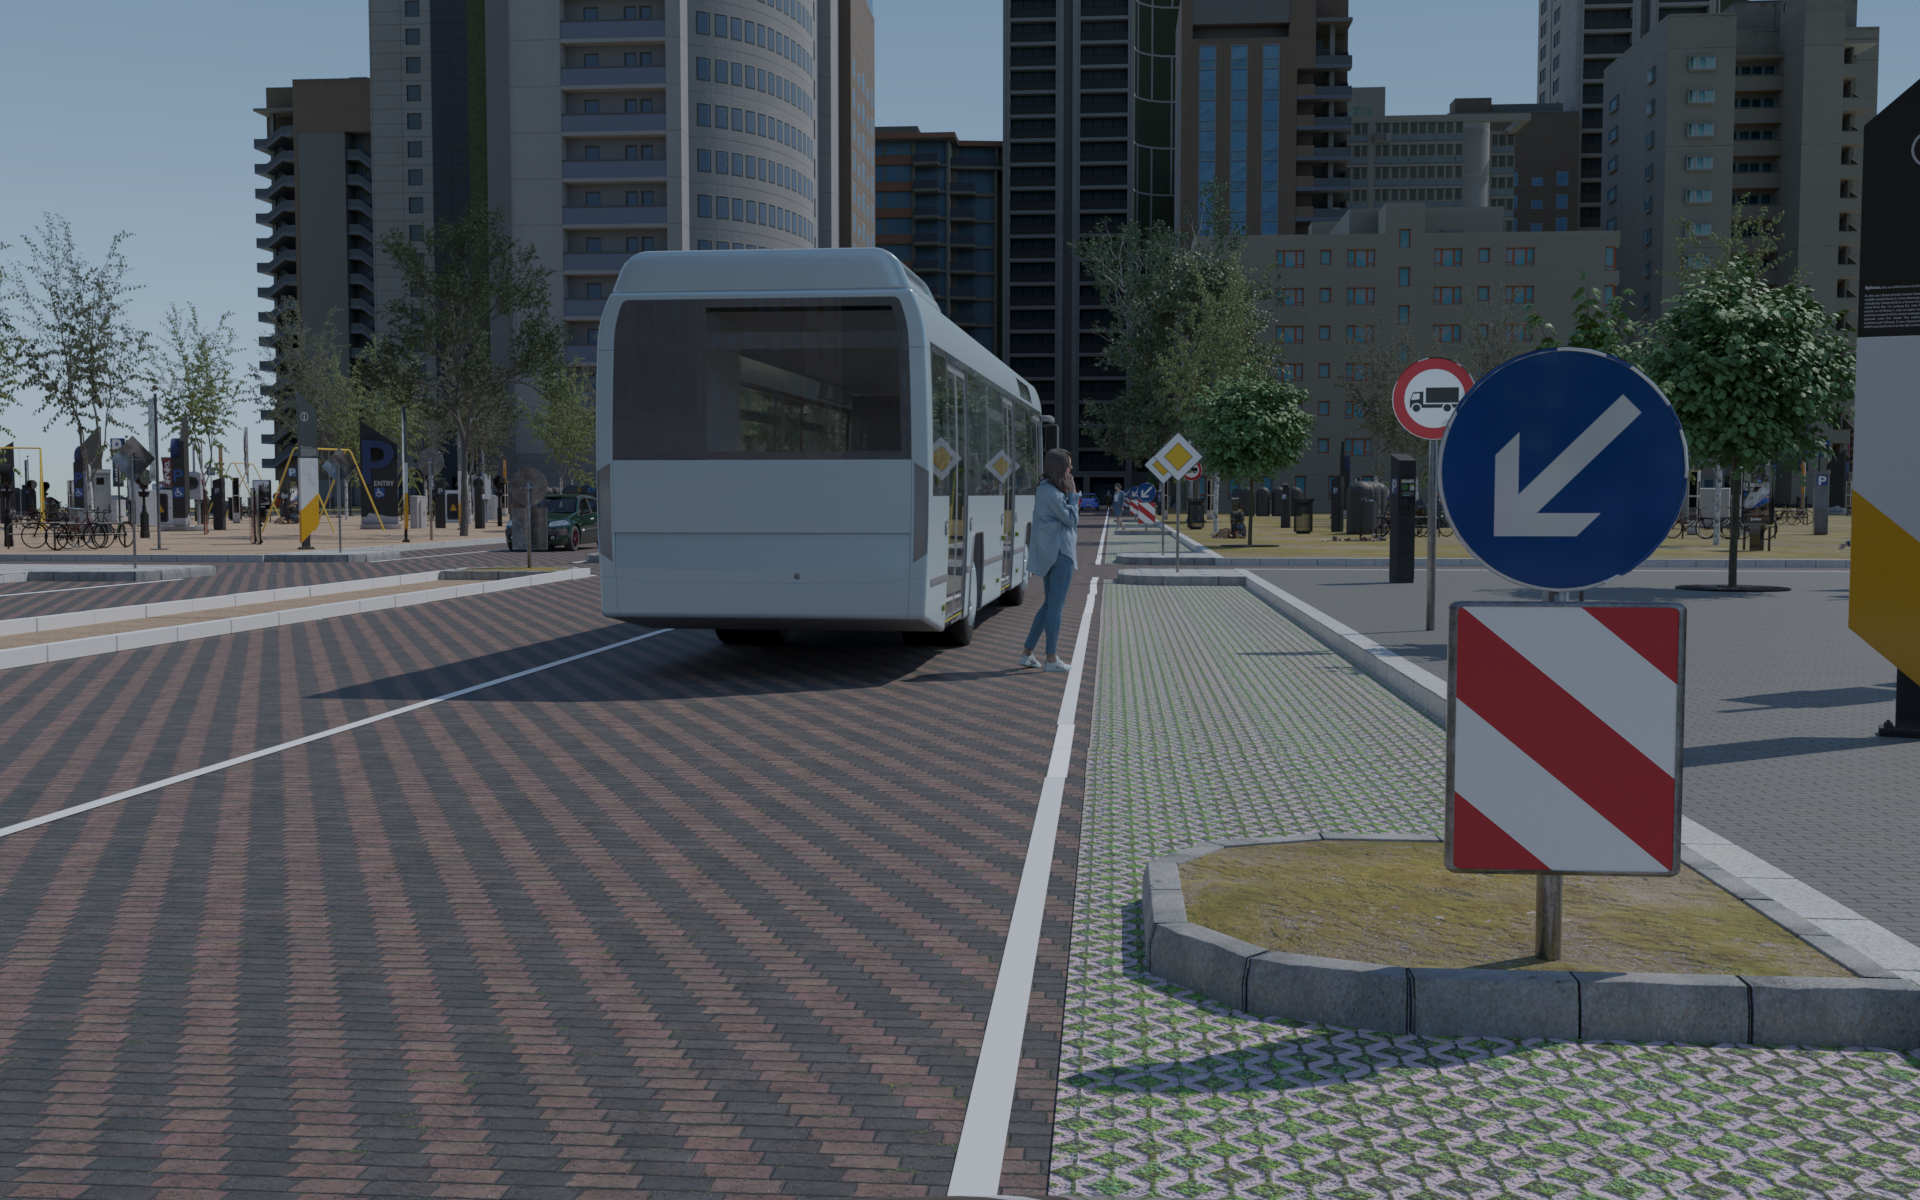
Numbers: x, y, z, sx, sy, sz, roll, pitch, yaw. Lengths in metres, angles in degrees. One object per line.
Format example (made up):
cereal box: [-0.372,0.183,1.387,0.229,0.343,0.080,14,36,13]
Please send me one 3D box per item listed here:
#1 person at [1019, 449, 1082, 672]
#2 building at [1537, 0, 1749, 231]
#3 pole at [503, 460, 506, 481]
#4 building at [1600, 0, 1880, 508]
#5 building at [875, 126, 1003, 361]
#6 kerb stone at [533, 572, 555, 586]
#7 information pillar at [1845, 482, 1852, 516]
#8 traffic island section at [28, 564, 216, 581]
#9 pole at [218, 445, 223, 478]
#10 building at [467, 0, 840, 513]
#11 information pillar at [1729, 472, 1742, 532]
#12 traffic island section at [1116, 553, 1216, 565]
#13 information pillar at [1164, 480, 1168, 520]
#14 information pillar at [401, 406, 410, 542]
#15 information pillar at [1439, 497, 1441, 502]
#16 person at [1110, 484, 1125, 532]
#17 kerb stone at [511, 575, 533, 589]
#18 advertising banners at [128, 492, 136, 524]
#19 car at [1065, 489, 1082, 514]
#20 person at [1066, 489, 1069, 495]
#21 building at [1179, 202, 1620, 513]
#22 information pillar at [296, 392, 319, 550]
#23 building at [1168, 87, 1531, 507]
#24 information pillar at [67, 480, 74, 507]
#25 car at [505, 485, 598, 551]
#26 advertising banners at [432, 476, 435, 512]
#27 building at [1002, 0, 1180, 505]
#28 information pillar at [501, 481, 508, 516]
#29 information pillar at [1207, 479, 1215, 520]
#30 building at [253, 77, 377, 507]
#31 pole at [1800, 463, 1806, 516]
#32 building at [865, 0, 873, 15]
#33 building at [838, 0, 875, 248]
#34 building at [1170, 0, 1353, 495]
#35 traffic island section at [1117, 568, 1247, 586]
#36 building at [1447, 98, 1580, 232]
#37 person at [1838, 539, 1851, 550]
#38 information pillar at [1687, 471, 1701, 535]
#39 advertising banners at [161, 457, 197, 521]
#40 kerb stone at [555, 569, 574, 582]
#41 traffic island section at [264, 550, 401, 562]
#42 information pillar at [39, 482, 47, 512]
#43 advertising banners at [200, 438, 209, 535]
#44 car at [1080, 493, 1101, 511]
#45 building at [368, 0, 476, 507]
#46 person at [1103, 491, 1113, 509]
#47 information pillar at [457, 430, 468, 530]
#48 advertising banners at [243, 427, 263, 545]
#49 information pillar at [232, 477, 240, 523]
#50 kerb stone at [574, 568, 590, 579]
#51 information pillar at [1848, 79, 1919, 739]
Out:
person: [0.725,-0.320,14.003,0.793,1.790,0.793,-3,5,-43]
building: [79.199,-46.579,199.816,20.611,71.187,20.563,0,4,5]
pole: [-27.168,-6.699,103.371,0.158,3.312,0.155,0,3,0]
building: [76.042,-33.332,168.674,21.600,48.544,21.300,0,4,5]
building: [-8.714,-33.921,209.237,28.867,44.769,22.147,0,4,5]
kerb stone: [-6.687,-0.322,27.456,0.120,0.150,1.000,0,4,5]
information pillar: [52.611,-5.992,102.468,0.304,2.012,0.304,-3,5,-43]
traffic island section: [-14.249,-0.464,29.872,2.009,0.180,2.903,0,4,5]
pole: [-30.966,-4.817,72.594,0.158,3.312,0.155,0,3,0]
building: [-21.445,-35.783,127.048,21.231,58.520,28.212,0,4,5]
information pillar: [25.701,-3.234,57.372,0.304,2.012,0.304,1,4,10]
traffic island section: [4.270,-0.856,36.269,2.009,0.180,2.903,0,4,5]
information pillar: [10.337,-5.071,87.406,0.304,2.012,0.304,0,4,3]
information pillar: [-14.708,-3.337,45.908,0.183,3.616,0.504,-1,4,-22]
information pillar: [23.997,-5.780,85.864,0.504,3.616,0.183,2,4,27]
person: [5.929,-3.417,64.395,0.654,1.822,0.581,-2,4,-28]
kerb stone: [-6.783,-0.256,26.434,0.120,0.150,1.000,0,4,5]
advertising banners: [-34.818,-4.711,73.217,0.090,3.025,2.074,-1,4,-9]
car: [7.629,-7.081,124.451,2.281,1.827,5.304,0,4,3]
person: [5.893,-5.259,94.587,0.391,1.810,0.635,-1,4,-18]
building: [30.712,-17.392,129.399,27.650,21.520,28.899,0,4,5]
information pillar: [-15.068,-2.975,40.001,0.183,3.616,0.504,2,4,35]
building: [36.684,-29.249,170.101,32.217,40.220,23.993,0,4,5]
information pillar: [-46.782,-5.302,91.172,0.304,2.012,0.304,-3,5,-42]
car: [-10.366,-2.141,44.792,2.009,1.686,4.222,0,4,6]
advertising banners: [-32.665,-6.872,108.549,2.074,3.025,0.090,3,5,41]
building: [15.845,-46.913,205.287,20.611,71.187,20.563,0,4,5]
information pillar: [-26.588,-5.906,101.063,0.304,2.012,0.304,1,4,15]
information pillar: [12.616,-5.047,87.017,0.304,2.012,0.304,-3,4,-36]
building: [-64.446,-32.655,184.027,14.200,45.320,14.600,0,4,5]
pole: [45.416,-6.082,93.288,0.158,3.312,0.155,0,3,0]
building: [-21.131,-52.706,174.415,31.000,86.520,22.319,0,4,5]
building: [-15.060,-30.461,148.141,14.600,45.320,14.200,0,4,5]
building: [25.914,-30.659,151.388,14.600,45.320,14.200,0,4,5]
traffic island section: [3.574,-0.369,28.314,2.009,0.180,2.903,0,4,5]
building: [61.577,-33.564,198.884,14.200,45.320,14.600,0,4,5]
person: [16.922,-1.103,32.027,0.738,1.151,1.012,-3,4,-36]
information pillar: [23.000,-3.045,54.283,0.304,2.012,0.304,2,4,35]
advertising banners: [-36.547,-5.219,81.513,2.074,3.025,0.090,0,4,1]
kerb stone: [-6.605,-0.381,28.486,0.120,0.150,1.000,0,4,5]
traffic island section: [-13.553,-0.951,37.827,2.009,0.180,2.903,0,4,5]
information pillar: [-54.093,-5.976,102.191,0.304,2.012,0.304,-1,4,-15]
advertising banners: [-23.822,-3.572,54.592,0.090,3.025,2.074,-1,4,-19]
car: [11.346,-8.699,151.812,1.945,1.707,3.694,0,4,7]
building: [-46.664,-45.313,179.119,20.611,71.187,20.563,0,4,5]
person: [13.847,-9.349,162.080,1.217,1.736,0.721,-3,4,-37]
information pillar: [-17.787,-4.317,61.934,0.504,3.616,0.183,3,4,39]
advertising banners: [-18.197,-2.958,44.550,0.090,3.025,2.074,-2,4,-32]
information pillar: [-31.797,-4.378,76.069,0.304,2.012,0.304,-1,4,-21]
kerb stone: [-6.508,-0.447,29.503,0.120,0.150,1.000,0,4,5]
information pillar: [4.981,-1.085,9.092,0.504,3.616,0.183,2,4,26]
